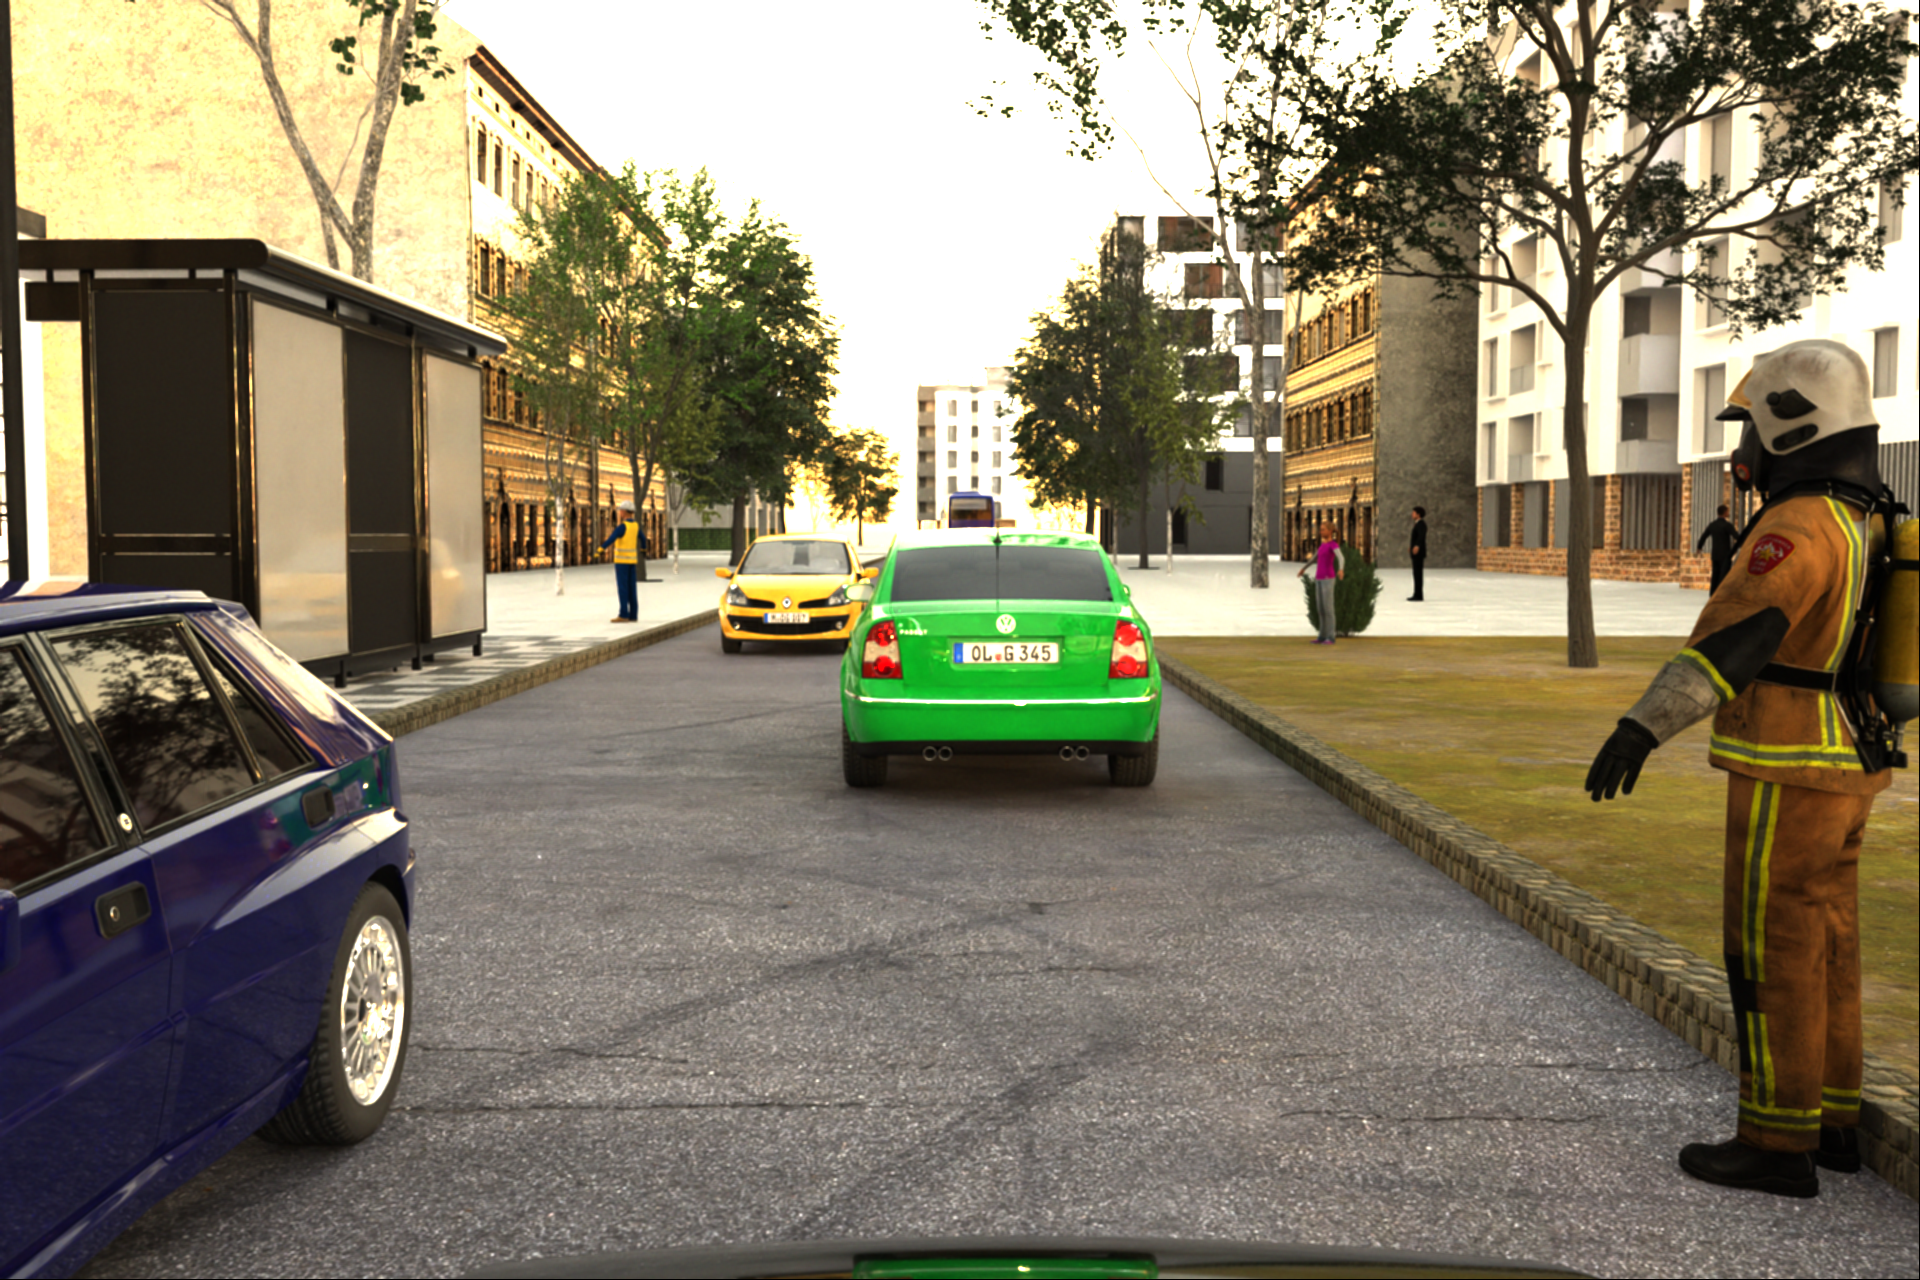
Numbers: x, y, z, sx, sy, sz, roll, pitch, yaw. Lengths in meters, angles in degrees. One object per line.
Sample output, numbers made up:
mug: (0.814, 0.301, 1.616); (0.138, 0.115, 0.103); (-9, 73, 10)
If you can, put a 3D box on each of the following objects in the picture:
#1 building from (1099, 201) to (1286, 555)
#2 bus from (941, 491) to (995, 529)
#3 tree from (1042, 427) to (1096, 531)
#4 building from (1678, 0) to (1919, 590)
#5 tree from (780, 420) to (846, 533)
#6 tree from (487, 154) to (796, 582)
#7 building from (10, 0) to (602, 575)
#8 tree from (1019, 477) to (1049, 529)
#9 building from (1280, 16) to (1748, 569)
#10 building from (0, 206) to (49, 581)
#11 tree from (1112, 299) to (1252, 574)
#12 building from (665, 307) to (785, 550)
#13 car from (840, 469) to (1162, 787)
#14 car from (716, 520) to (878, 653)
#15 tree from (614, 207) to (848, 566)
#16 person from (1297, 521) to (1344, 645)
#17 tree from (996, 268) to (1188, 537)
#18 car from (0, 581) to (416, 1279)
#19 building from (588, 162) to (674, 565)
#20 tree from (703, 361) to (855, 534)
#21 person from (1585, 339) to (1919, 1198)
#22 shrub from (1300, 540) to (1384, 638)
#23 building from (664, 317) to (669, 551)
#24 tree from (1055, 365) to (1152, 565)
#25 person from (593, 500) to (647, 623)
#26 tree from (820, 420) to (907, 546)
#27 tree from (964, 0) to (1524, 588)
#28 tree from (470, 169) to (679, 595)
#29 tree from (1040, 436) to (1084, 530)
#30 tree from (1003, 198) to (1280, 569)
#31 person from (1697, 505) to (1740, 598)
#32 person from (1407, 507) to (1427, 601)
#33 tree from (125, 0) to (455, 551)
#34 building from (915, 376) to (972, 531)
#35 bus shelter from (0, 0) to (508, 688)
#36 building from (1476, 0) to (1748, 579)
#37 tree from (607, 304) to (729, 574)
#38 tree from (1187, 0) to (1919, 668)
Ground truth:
building: (23.651, -17.064, 122.975); (27.936, 21.610, 32.646); (0, 3, 0)
bus: (0.436, -6.598, 99.419); (2.896, 3.916, 12.251); (0, 4, -2)
tree: (6.113, -8.850, 95.057); (4.360, 8.622, 3.978); (0, 3, 0)
building: (21.876, -11.118, 38.195); (16.016, 20.090, 11.380); (0, 4, 0)
tree: (-8.735, -9.425, 104.456); (4.360, 8.622, 3.978); (0, 3, 0)
tree: (-8.517, -7.382, 46.446); (9.928, 11.665, 9.643); (0, 3, 0)
building: (-24.397, -14.147, 62.229); (19.493, 23.208, 18.063); (0, 4, 0)
tree: (8.710, -14.865, 193.407); (4.737, 8.622, 4.395); (0, 3, 0)
building: (24.564, -14.785, 72.660); (19.493, 23.208, 18.063); (0, 4, 0)
building: (-24.809, -5.490, 31.913); (9.099, 9.664, 28.070); (0, 4, 0)
tree: (6.884, -6.389, 54.829); (4.737, 8.622, 4.395); (0, 3, 0)
building: (-25.174, -17.386, 150.714); (16.747, 18.905, 31.486); (0, 4, 0)
car: (0.200, -0.147, 11.198); (1.959, 1.807, 4.718); (0, 4, -1)
car: (-2.025, -0.723, 22.050); (2.015, 1.641, 3.980); (0, 4, 0)
tree: (-8.891, -9.925, 68.931); (9.857, 13.997, 8.962); (0, 3, 0)
person: (4.196, -0.663, 20.108); (0.599, 1.433, 0.991); (-1, 4, -18)
tree: (6.394, -10.847, 83.998); (9.857, 13.997, 8.962); (0, 3, 0)
car: (-2.235, 0.597, 2.815); (1.945, 1.354, 3.894); (0, 4, 0)
building: (-24.421, -15.258, 80.401); (19.493, 23.208, 18.063); (0, 4, 0)
tree: (-8.863, -9.274, 86.045); (8.767, 10.594, 7.601); (-3, 5, -43)
person: (1.844, 0.267, 3.866); (1.354, 1.858, 0.705); (-3, 5, -41)
shrub: (4.755, -0.639, 21.567); (1.383, 1.207, 1.383); (0, 3, 0)
building: (-27.006, -16.011, 118.205); (16.016, 20.090, 11.380); (0, 4, -1)
tree: (6.712, -7.492, 72.860); (4.360, 8.622, 3.978); (0, 3, 0)
person: (-4.925, -1.149, 25.242); (0.721, 1.772, 1.216); (2, 4, 25)
tree: (-11.063, -17.554, 193.666); (9.857, 13.997, 8.962); (0, 3, 0)
tree: (6.139, -11.241, 39.684); (12.611, 20.169, 13.585); (0, 3, 0)
tree: (-8.562, -5.229, 35.853); (4.360, 8.622, 3.978); (0, 3, 0)
tree: (6.323, -9.556, 106.602); (4.737, 8.622, 4.395); (0, 3, 0)
tree: (6.698, -9.356, 63.333); (12.009, 13.543, 11.850); (0, 3, 0)
person: (13.752, -1.529, 31.232); (0.704, 1.802, 1.346); (-1, 4, -21)
person: (8.780, -1.659, 33.309); (0.705, 1.806, 1.347); (1, 4, 11)
tree: (-9.908, -10.371, 25.454); (12.611, 20.169, 13.585); (0, 3, 0)
building: (-4.815, -20.805, 199.038); (11.380, 20.090, 16.016); (0, 4, -1)
bus shelter: (-5.933, -2.215, 13.844); (2.179, 5.291, 8.768); (0, 4, 1)
building: (22.942, -12.331, 58.024); (16.016, 20.090, 11.380); (0, 4, -1)
tree: (-9.126, -6.404, 55.076); (4.737, 8.622, 4.395); (0, 3, 0)
tree: (5.689, -5.020, 16.492); (7.601, 10.594, 8.767); (0, 4, 6)
